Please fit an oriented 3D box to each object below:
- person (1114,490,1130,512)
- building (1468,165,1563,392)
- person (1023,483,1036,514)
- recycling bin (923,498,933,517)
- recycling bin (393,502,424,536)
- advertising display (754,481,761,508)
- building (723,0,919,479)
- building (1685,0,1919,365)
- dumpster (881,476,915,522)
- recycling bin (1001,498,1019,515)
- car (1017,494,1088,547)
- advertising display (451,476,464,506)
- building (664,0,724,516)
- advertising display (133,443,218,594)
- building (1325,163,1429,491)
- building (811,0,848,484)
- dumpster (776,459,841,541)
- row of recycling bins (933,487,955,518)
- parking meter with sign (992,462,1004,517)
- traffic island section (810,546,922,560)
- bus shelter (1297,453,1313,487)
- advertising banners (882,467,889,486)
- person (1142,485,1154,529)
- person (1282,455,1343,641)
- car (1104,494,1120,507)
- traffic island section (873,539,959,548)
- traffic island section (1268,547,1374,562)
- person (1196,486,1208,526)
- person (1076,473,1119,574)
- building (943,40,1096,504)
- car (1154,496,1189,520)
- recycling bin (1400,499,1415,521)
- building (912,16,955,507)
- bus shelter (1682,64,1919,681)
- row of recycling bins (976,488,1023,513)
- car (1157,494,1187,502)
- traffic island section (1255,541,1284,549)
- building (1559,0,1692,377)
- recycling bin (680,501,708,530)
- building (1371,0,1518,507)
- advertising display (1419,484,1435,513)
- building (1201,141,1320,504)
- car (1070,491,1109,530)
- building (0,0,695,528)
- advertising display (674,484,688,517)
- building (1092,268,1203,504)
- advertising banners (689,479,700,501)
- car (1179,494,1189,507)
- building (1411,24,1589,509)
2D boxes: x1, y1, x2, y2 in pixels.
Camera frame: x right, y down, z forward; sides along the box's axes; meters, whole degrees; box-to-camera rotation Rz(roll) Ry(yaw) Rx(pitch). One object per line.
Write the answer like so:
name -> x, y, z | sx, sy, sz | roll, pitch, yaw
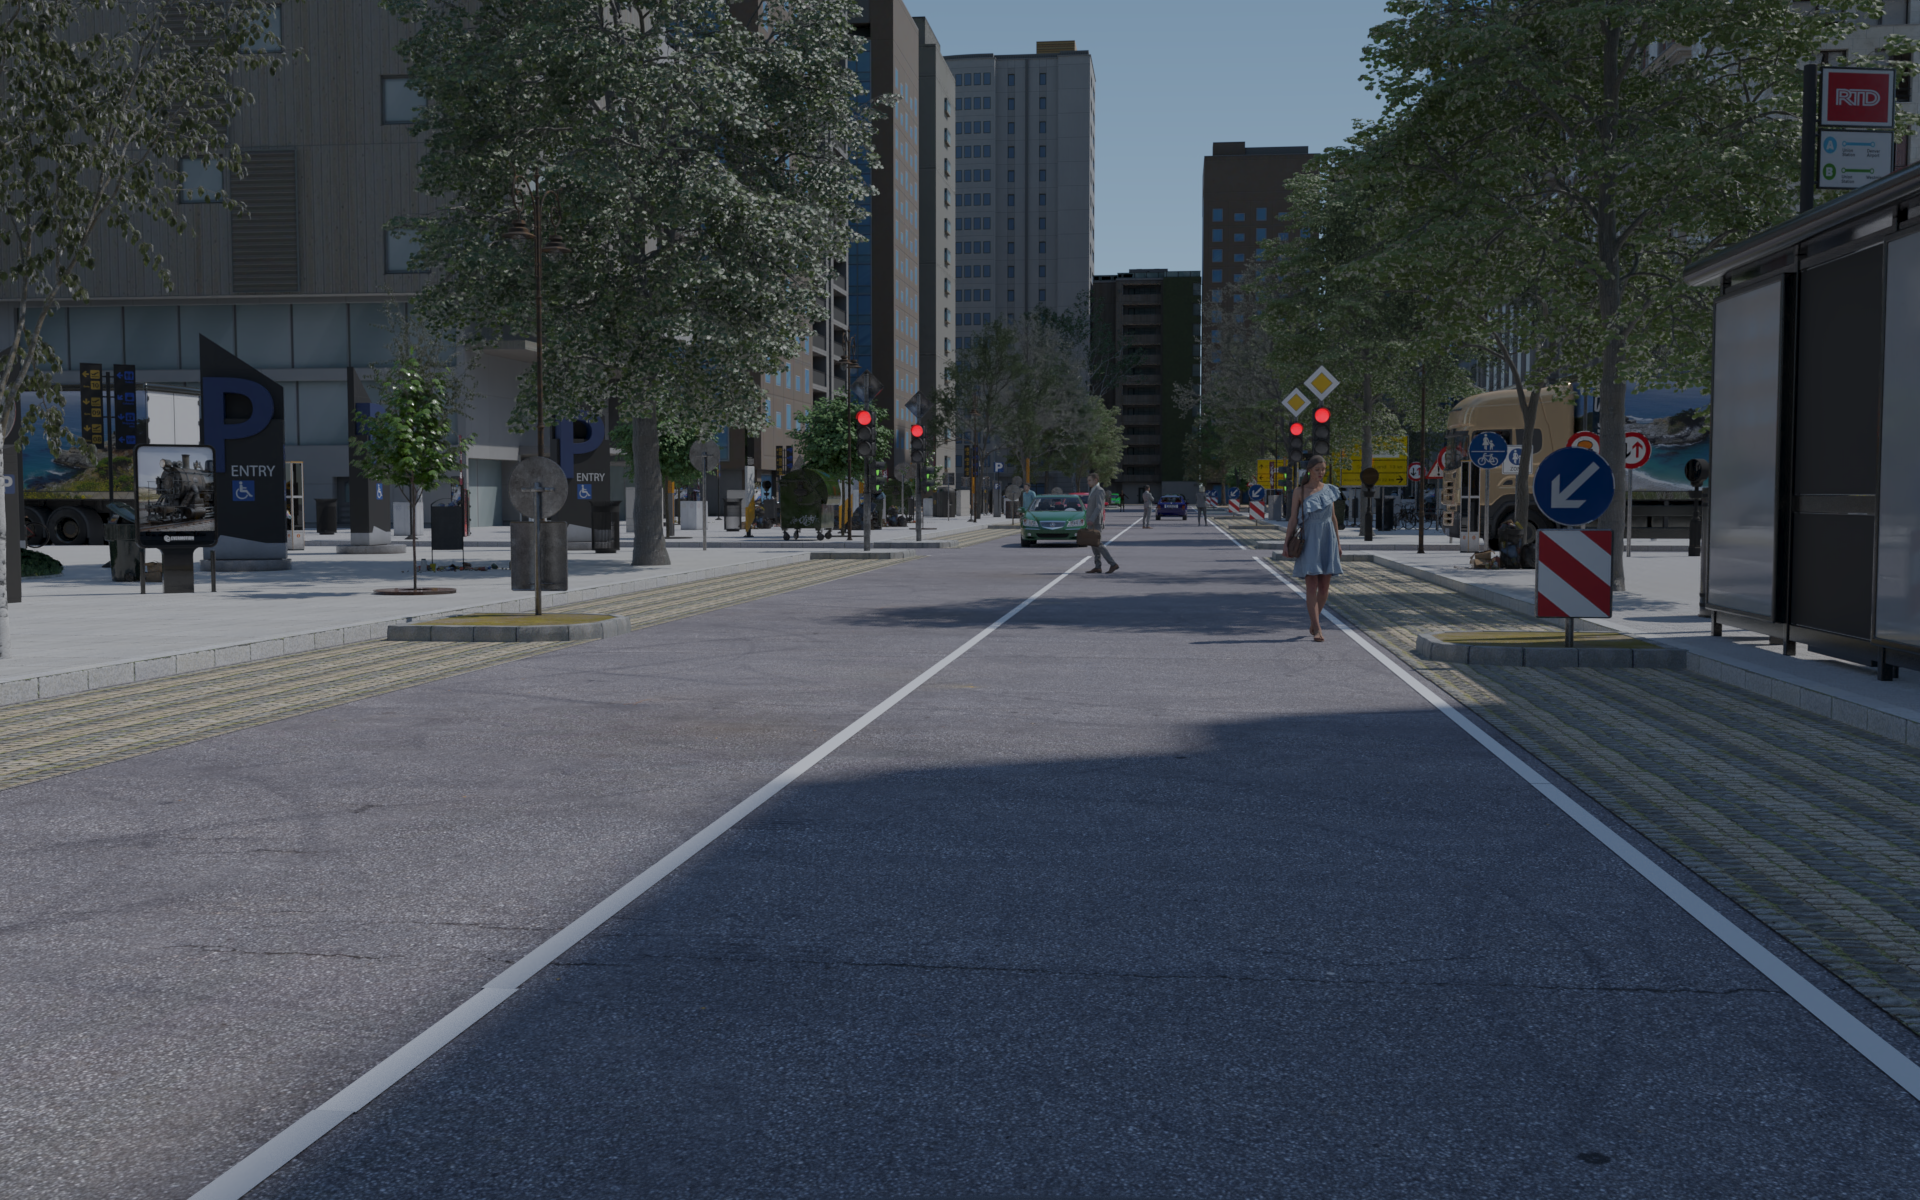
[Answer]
person -> 12.890, -7.873, 137.739 | 1.217, 1.766, 0.721 | 1, 4, 16
building -> 39.613, -16.141, 105.712 | 13.314, 21.916, 24.055 | 0, 4, 7
person -> 2.466, -3.158, 60.156 | 0.660, 1.820, 0.620 | 3, 5, 39
recycling bin -> -1.657, -5.286, 98.984 | 0.722, 1.027, 0.722 | 3, 4, 37
recycling bin -> -16.979, -2.493, 53.318 | 0.722, 1.027, 0.722 | 0, 3, 0
advertising display -> -10.280, -5.018, 87.260 | 0.123, 1.923, 0.974 | 1, 4, 20
building -> -11.486, -30.691, 151.913 | 14.600, 45.320, 14.200 | 0, 4, 7
building -> 35.867, -12.612, 60.950 | 16.860, 20.320, 10.420 | 0, 4, 7
dumpster -> -2.831, -4.792, 80.842 | 1.502, 2.255, 1.985 | 0, 4, 7
recycling bin -> 3.078, -5.597, 104.071 | 0.722, 1.027, 0.722 | 1, 4, 19
car -> 2.707, -2.229, 48.242 | 2.131, 1.459, 4.920 | 0, 4, 6
advertising display -> -18.046, -3.486, 62.210 | 0.123, 1.923, 0.974 | -3, 4, -37
building -> -17.260, -27.827, 105.088 | 14.600, 45.320, 14.200 | 0, 4, 7
advertising display -> -10.122, -1.050, 22.374 | 0.974, 1.923, 0.123 | -2, 4, -35
building -> 60.126, -34.821, 223.942 | 28.867, 44.769, 22.147 | 0, 4, 7
building -> -17.468, -42.575, 134.357 | 20.563, 71.187, 20.611 | 0, 4, 7
dumpster -> -4.225, -2.793, 48.161 | 1.502, 2.255, 1.985 | 0, 4, 7
row of recycling bins -> -0.855, -5.430, 95.896 | 1.069, 1.692, 3.534 | -1, 4, -8
parking meter with sign -> 2.059, -6.085, 95.744 | 0.543, 3.016, 1.738 | 0, 4, -4
traffic island section -> -2.124, -1.032, 39.162 | 2.009, 0.180, 2.903 | 0, 4, 7
bus shelter -> 18.995, -7.043, 92.784 | 2.179, 5.291, 8.768 | 0, 4, 7
advertising banners -> -4.221, -7.181, 113.591 | 2.074, 3.025, 0.090 | -2, 4, -26
person -> 7.820, -3.860, 71.794 | 0.466, 1.800, 0.511 | -3, 5, -44
person -> 3.469, -0.519, 17.077 | 0.616, 1.811, 0.778 | 0, 4, 2
car -> 16.901, -11.176, 191.529 | 1.959, 1.807, 4.718 | 0, 4, 7
traffic island section -> -1.140, -1.517, 47.086 | 2.009, 0.180, 2.903 | 0, 4, 7
traffic island section -> 7.890, -0.956, 37.918 | 2.009, 0.180, 2.903 | 0, 4, 7
person -> 10.811, -4.209, 77.495 | 0.537, 1.800, 0.526 | 3, 4, 37
person -> 2.444, -1.387, 31.304 | 0.853, 1.813, 0.709 | -1, 4, -15
building -> 3.661, -42.086, 230.106 | 28.212, 58.520, 21.231 | 0, 4, 7
car -> 11.678, -5.080, 95.637 | 1.945, 1.354, 3.894 | 0, 4, 7
recycling bin -> 21.658, -4.361, 83.856 | 0.722, 1.027, 0.722 | 0, 4, 1
building -> -12.231, -33.734, 175.245 | 21.600, 48.544, 21.300 | 0, 4, 7
bus shelter -> 7.404, -2.223, 13.981 | 2.179, 5.291, 8.768 | 0, 4, 7
row of recycling bins -> 2.766, -6.771, 117.824 | 3.534, 1.692, 1.069 | -1, 4, -15
car -> 14.246, -6.524, 116.451 | 2.009, 1.686, 4.222 | 1, 4, 8
traffic island section -> 8.874, -1.441, 45.843 | 2.009, 0.180, 2.903 | 0, 4, 7
building -> 37.065, -17.991, 81.537 | 14.401, 28.519, 23.554 | 0, 4, 7
recycling bin -> -9.535, -3.031, 62.108 | 0.722, 1.027, 0.722 | 2, 4, 29
building -> 51.748, -51.908, 161.372 | 22.319, 86.520, 31.000 | 0, 4, 7
advertising display -> 28.672, -6.186, 106.353 | 0.974, 1.923, 0.123 | 1, 4, 9
building -> 38.282, -35.024, 222.749 | 14.200, 45.320, 14.600 | 0, 4, 7
car -> 4.963, -3.751, 70.370 | 2.155, 1.783, 4.494 | 0, 4, 6
building -> -27.822, -29.794, 76.375 | 28.713, 52.752, 27.495 | 0, 4, 7
advertising display -> -15.685, -5.613, 96.987 | 0.974, 1.923, 0.123 | -3, 5, -40
building -> 24.257, -27.732, 225.113 | 14.107, 30.474, 14.160 | 0, 4, 7
advertising banners -> -14.013, -5.833, 91.560 | 0.090, 3.025, 2.074 | -2, 4, -24
car -> 18.100, -8.243, 144.561 | 2.009, 1.686, 4.222 | 0, 4, 6
building -> 52.404, -27.065, 134.391 | 32.217, 40.220, 23.993 | 0, 4, 7
